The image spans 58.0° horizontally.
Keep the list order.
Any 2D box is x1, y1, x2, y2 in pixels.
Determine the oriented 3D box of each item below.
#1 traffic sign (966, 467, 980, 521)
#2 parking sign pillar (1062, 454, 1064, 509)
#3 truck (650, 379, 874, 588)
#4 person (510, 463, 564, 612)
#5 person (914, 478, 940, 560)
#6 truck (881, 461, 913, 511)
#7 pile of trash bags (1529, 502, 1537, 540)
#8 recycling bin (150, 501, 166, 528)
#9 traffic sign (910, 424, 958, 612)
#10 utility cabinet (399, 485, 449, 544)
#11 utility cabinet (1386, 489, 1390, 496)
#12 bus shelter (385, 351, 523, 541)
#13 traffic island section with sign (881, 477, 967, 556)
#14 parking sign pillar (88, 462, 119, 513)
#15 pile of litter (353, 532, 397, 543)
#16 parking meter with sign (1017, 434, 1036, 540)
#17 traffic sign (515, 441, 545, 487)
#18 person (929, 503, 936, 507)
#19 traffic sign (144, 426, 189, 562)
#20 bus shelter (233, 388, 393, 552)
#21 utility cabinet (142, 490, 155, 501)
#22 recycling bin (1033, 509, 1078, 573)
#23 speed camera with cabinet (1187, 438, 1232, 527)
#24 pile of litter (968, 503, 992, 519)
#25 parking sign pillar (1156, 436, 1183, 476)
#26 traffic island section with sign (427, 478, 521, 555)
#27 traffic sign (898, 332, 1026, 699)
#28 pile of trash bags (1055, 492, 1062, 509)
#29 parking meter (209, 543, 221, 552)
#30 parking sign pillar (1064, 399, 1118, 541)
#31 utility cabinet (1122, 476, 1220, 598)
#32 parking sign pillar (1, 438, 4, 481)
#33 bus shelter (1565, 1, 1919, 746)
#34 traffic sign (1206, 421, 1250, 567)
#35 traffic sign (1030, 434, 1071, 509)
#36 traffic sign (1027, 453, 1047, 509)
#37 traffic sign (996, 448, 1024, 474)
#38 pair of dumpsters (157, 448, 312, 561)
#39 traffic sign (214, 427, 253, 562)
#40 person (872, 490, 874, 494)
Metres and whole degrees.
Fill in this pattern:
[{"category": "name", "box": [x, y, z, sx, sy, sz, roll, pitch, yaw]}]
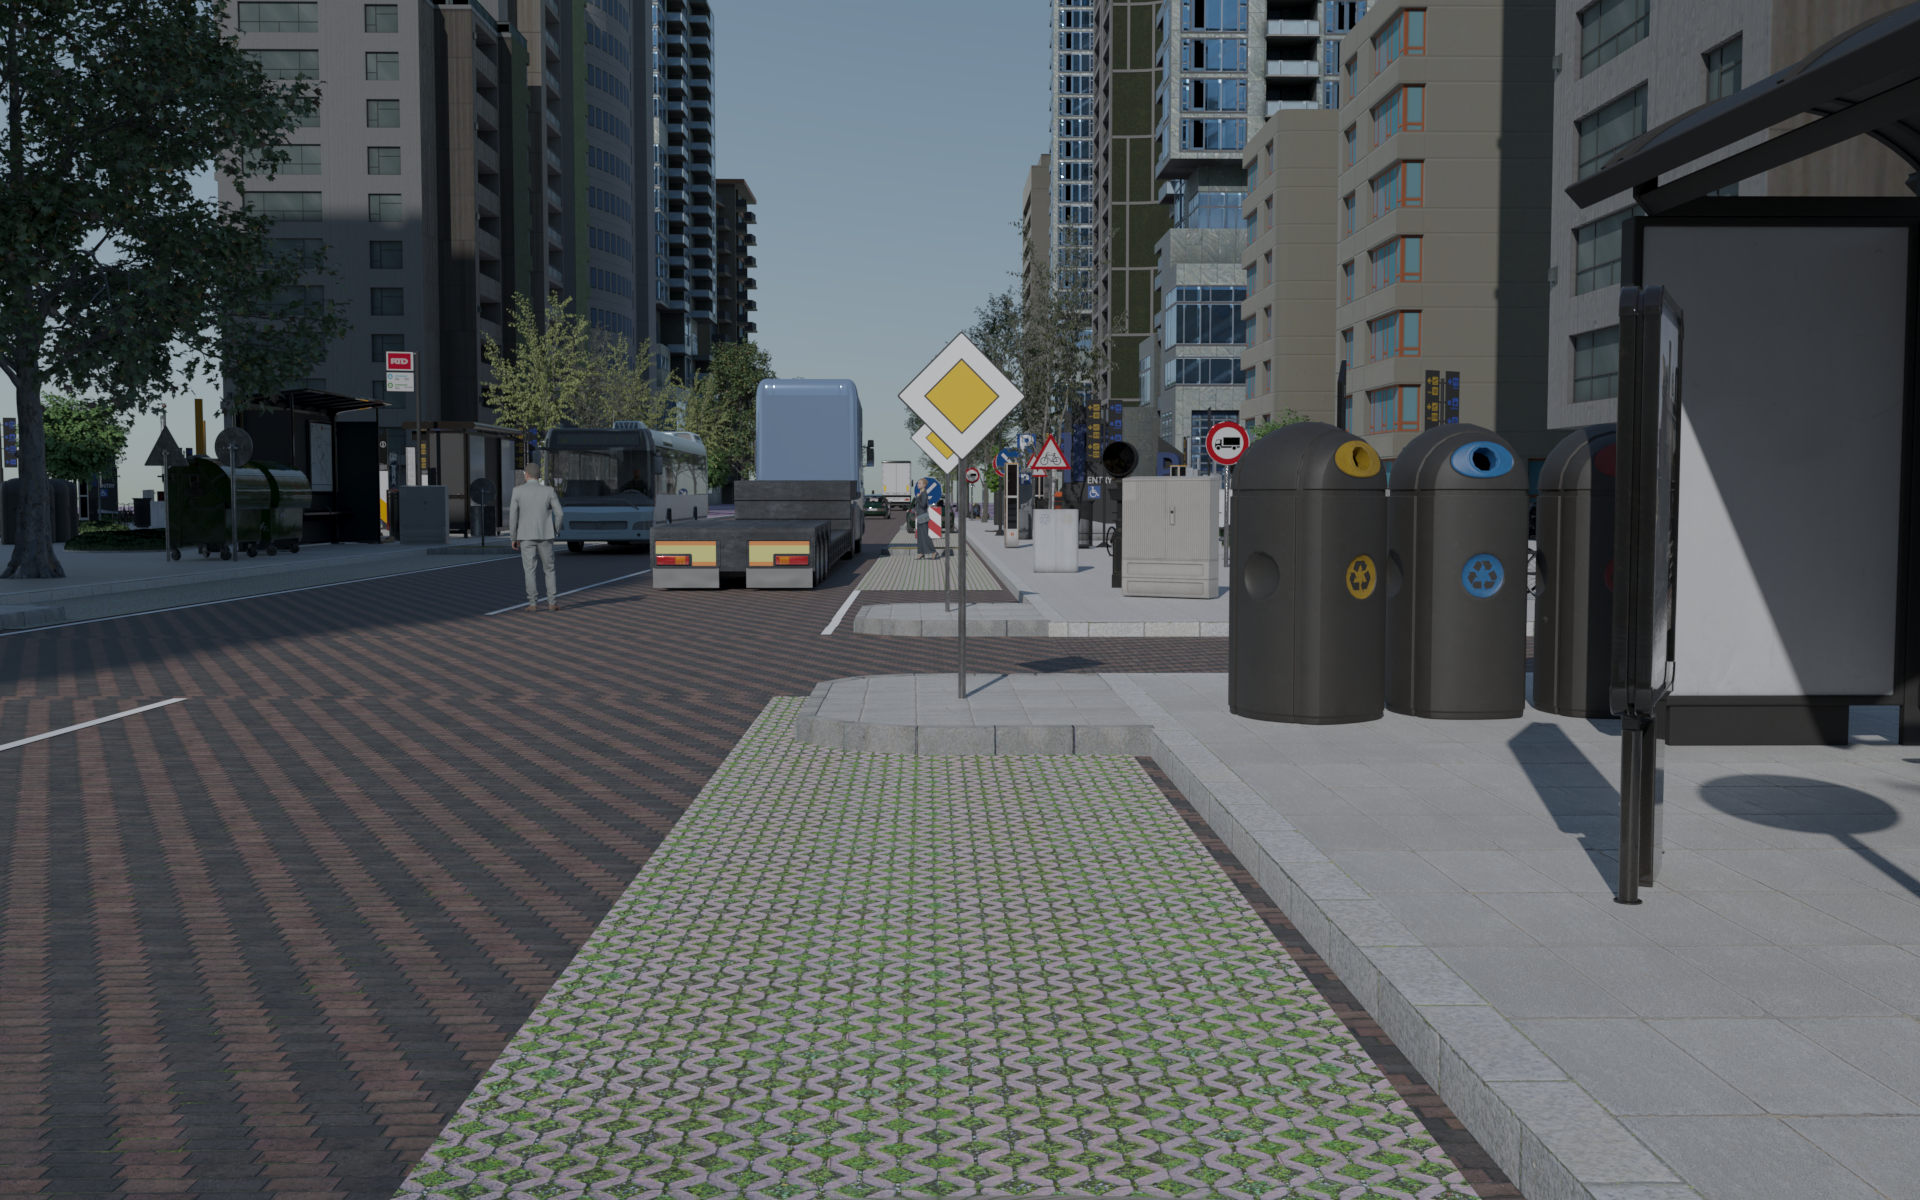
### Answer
[{"category": "traffic sign", "box": [0.575, -5.067, 82.958, 0.768, 2.556, 0.104, 0, 4, 1]}, {"category": "parking sign pillar", "box": [3.894, -4.048, 54.651, 1.447, 3.967, 1.447, 1, 4, 16]}, {"category": "truck", "box": [-3.484, -2.749, 34.700, 2.967, 4.110, 18.799, 0, 4, -1]}, {"category": "person", "box": [-5.157, -0.765, 21.108, 0.635, 1.810, 0.391, -2, 4, -24]}, {"category": "person", "box": [-0.757, -1.748, 37.509, 0.534, 1.772, 0.576, -2, 4, -24]}, {"category": "truck", "box": [-5.481, -9.902, 150.814, 2.839, 4.237, 11.283, 0, 4, -1]}, {"category": "pile of trash bags", "box": [15.063, -2.369, 48.493, 3.447, 1.369, 1.912, 0, 4, 4]}, {"category": "recycling bin", "box": [-28.295, -3.006, 61.705, 0.722, 1.027, 0.722, 1, 4, 19]}, {"category": "traffic sign", "box": [-0.139, -0.927, 18.796, 0.795, 2.450, 0.064, 0, 4, -1]}, {"category": "utility cabinet", "box": [-13.611, -2.160, 43.991, 1.173, 1.500, 0.318, 0, 4, 1]}, {"category": "utility cabinet", "box": [12.706, -2.617, 51.473, 0.318, 1.500, 1.173, 0, 4, -3]}, {"category": "bus shelter", "box": [-15.057, -4.508, 51.334, 2.179, 5.291, 8.768, 0, 4, -1]}, {"category": "traffic island section with sign", "box": [-0.859, -1.969, 40.825, 1.989, 1.847, 2.006, 0, 4, -1]}, {"category": "parking sign pillar", "box": [-40.480, -5.701, 81.686, 1.447, 3.967, 1.447, -3, 5, -41]}, {"category": "pile of litter", "box": [-15.495, -1.944, 45.750, 1.176, 0.858, 1.719, -1, 4, -9]}, {"category": "parking meter with sign", "box": [1.841, -3.242, 49.270, 0.543, 3.016, 1.738, 0, 4, 5]}, {"category": "traffic sign", "box": [-16.010, -4.435, 66.384, 2.265, 3.308, 0.079, 0, 4, 3]}, {"category": "person", "box": [-1.005, -2.601, 53.629, 0.523, 1.515, 0.503, -1, 4, -21]}, {"category": "traffic sign", "box": [-15.062, -2.011, 32.882, 0.884, 2.594, 0.081, 0, 4, 5]}, {"category": "bus shelter", "box": [-15.329, -3.066, 41.420, 1.731, 3.624, 6.357, 0, 4, -1]}, {"category": "utility cabinet", "box": [-39.605, -4.639, 84.524, 0.318, 1.500, 1.173, -1, 4, -13]}, {"category": "recycling bin", "box": [1.570, -0.976, 28.505, 0.722, 1.027, 0.722, 0, 4, 1]}, {"category": "speed camera with cabinet", "box": [8.731, -4.063, 60.768, 2.038, 3.252, 0.660, 1, 4, 18]}, {"category": "pile of litter", "box": [1.092, -4.611, 89.357, 1.176, 0.858, 1.719, 3, 5, 45]}, {"category": "parking sign pillar", "box": [9.782, -5.631, 80.546, 1.447, 3.967, 1.447, 2, 4, 28]}, {"category": "traffic island section with sign", "box": [-11.539, -2.015, 41.574, 1.989, 1.847, 2.006, 0, 4, -1]}, {"category": "traffic sign", "box": [0.010, -0.438, 10.812, 0.795, 2.450, 0.064, 0, 4, -1]}, {"category": "pile of trash bags", "box": [4.634, -3.593, 68.502, 1.912, 1.369, 3.447, 2, 4, 30]}, {"category": "parking meter", "box": [-16.442, -1.984, 38.146, 0.255, 1.863, 0.399, -1, 4, -23]}, {"category": "parking sign pillar", "box": [3.752, -3.661, 48.329, 1.447, 3.967, 1.447, 1, 4, 8]}, {"category": "utility cabinet", "box": [2.586, -0.775, 21.353, 1.173, 1.500, 0.318, 2, 4, 32]}, {"category": "parking sign pillar", "box": [-46.544, -5.777, 82.922, 1.447, 3.967, 1.447, -1, 4, -21]}, {"category": "bus shelter", "box": [4.179, -0.756, 6.286, 2.014, 3.302, 5.546, 0, 4, -1]}, {"category": "traffic sign", "box": [4.661, -1.845, 30.264, 0.768, 2.556, 0.104, 0, 4, -1]}, {"category": "traffic sign", "box": [1.967, -2.296, 37.550, 0.884, 2.594, 0.081, 0, 4, 7]}, {"category": "traffic sign", "box": [2.299, -3.286, 53.724, 0.884, 2.594, 0.081, 0, 4, 0]}, {"category": "traffic sign", "box": [1.365, -2.902, 47.561, 0.768, 2.556, 0.104, 0, 4, 7]}, {"category": "pair of dumpsters", "box": [-14.735, -2.007, 35.316, 1.574, 2.255, 4.437, 0, 4, -1]}, {"category": "traffic sign", "box": [-13.797, -2.005, 32.894, 0.768, 2.556, 0.104, 0, 4, 7]}, {"category": "person", "box": [-6.507, -7.385, 129.963, 1.217, 1.735, 0.721, 0, 4, 6]}]
